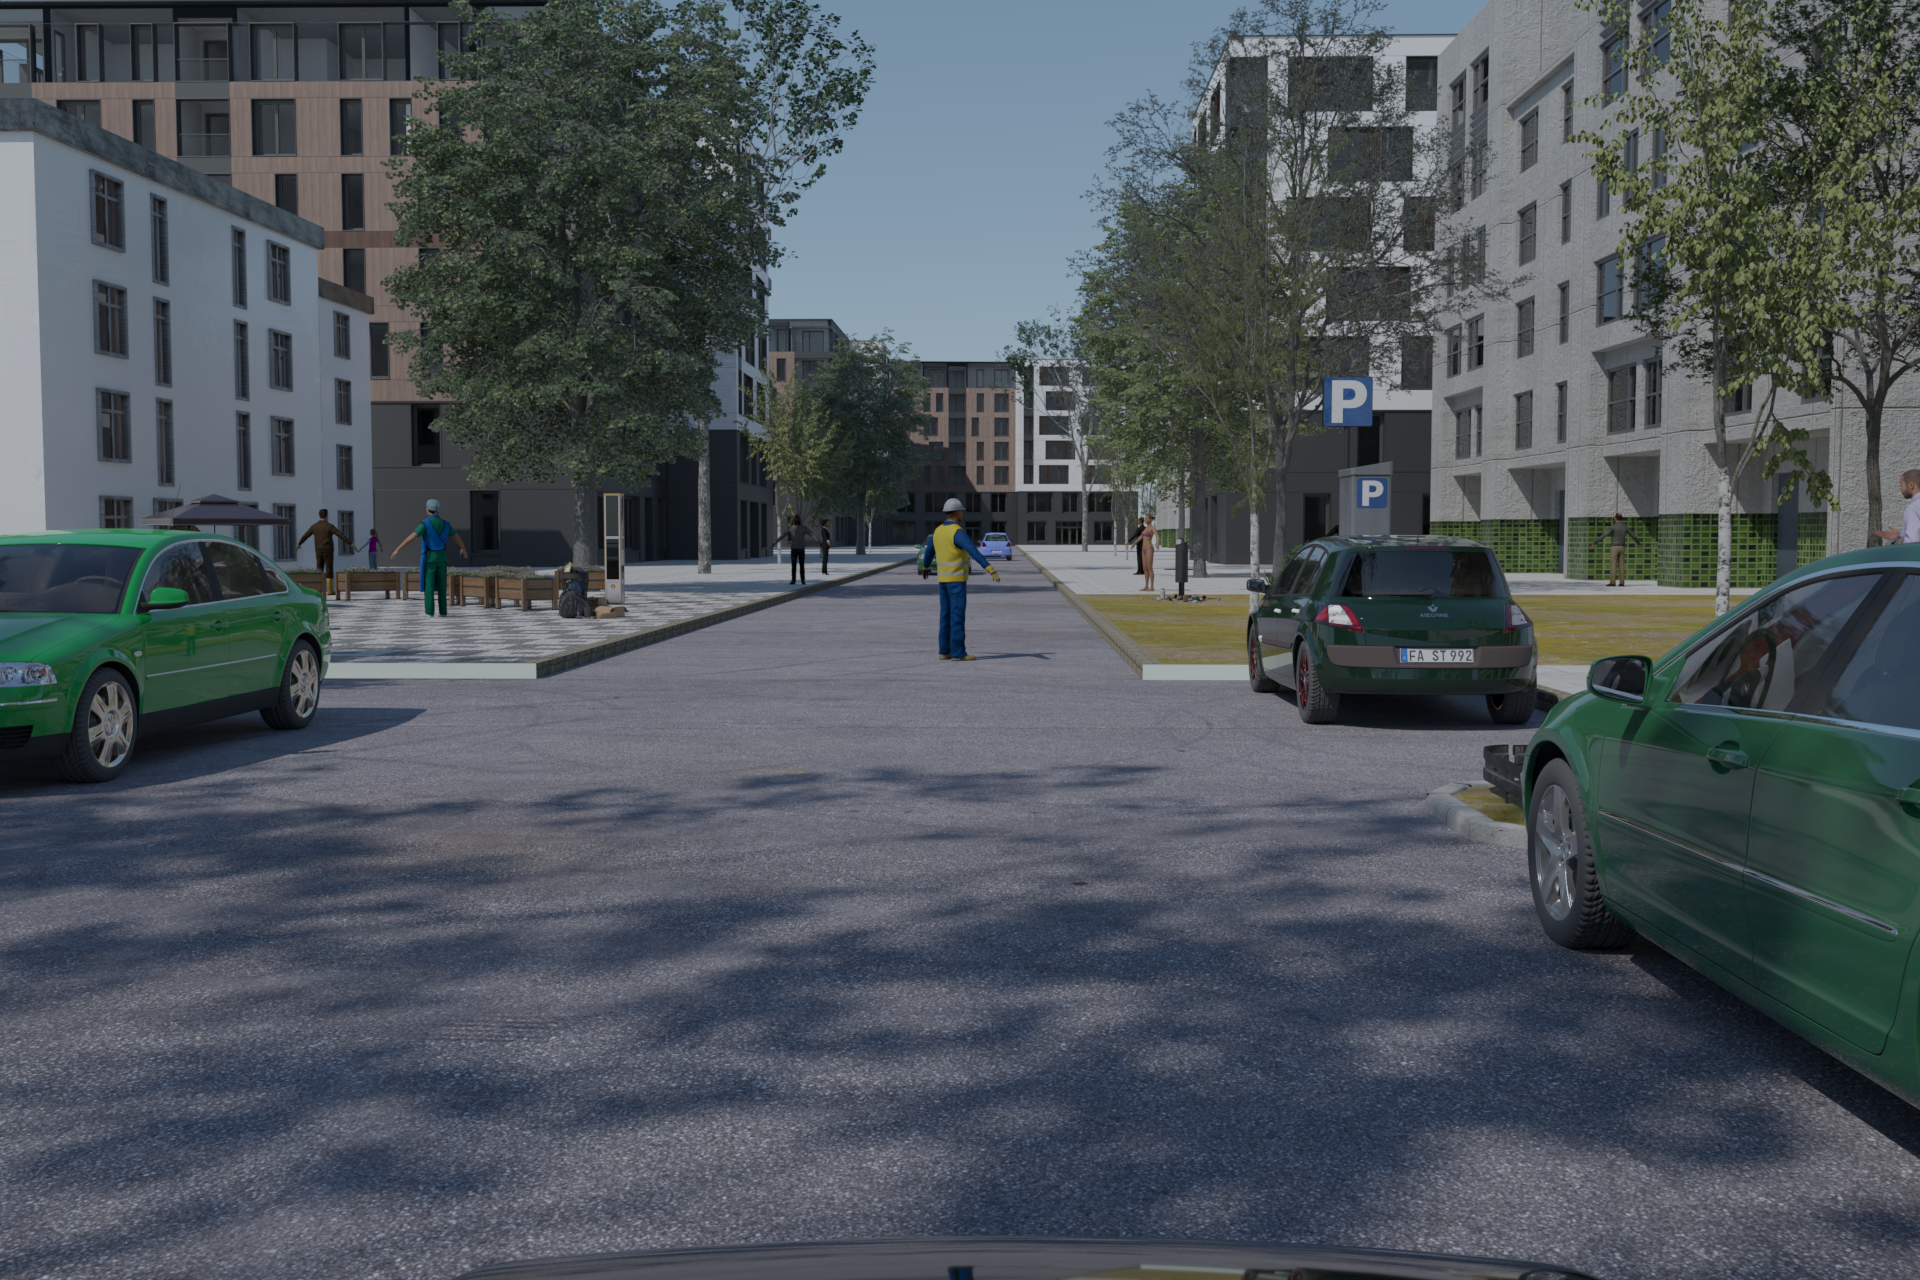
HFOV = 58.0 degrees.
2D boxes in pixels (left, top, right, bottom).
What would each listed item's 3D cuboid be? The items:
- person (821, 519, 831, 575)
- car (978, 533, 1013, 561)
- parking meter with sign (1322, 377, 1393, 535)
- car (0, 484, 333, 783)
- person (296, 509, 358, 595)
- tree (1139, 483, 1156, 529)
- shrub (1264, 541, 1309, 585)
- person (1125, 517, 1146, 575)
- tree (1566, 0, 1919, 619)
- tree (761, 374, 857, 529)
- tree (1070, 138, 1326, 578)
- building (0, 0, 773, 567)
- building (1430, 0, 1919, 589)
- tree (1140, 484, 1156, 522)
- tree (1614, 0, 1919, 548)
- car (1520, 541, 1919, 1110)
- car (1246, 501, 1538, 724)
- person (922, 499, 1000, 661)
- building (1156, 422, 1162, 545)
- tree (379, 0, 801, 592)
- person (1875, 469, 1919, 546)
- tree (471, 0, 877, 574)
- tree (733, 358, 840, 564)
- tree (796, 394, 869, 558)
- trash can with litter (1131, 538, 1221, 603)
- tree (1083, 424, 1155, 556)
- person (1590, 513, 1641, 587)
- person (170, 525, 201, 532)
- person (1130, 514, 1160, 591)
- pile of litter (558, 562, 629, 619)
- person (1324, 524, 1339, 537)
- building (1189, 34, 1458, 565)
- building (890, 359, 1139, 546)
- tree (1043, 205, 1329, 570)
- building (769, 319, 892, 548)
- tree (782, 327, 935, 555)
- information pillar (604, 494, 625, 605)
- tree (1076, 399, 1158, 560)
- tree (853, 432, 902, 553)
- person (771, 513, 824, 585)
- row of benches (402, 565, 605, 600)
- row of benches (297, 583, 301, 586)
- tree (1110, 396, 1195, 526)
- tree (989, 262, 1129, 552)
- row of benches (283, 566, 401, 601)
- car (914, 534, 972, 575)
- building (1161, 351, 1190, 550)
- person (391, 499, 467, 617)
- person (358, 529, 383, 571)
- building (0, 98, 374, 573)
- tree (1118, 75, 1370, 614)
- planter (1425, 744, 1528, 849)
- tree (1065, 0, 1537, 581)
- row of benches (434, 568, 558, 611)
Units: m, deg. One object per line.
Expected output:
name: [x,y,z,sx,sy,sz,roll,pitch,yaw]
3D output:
person: [-4.140,-2.905,54.217,0.721,1.740,1.216,0,4,-8]
car: [1.930,-5.136,93.556,1.945,1.707,3.694,0,3,0]
parking meter with sign: [4.302,-1.360,18.504,0.543,3.016,1.738,0,4,0]
car: [-5.737,-0.159,11.388,1.959,1.807,4.718,0,4,2]
person: [-13.289,-1.842,36.258,1.346,1.812,0.704,0,4,5]
tree: [23.994,-15.834,209.241,4.360,8.622,3.978,0,3,0]
shrub: [4.428,-0.685,22.321,1.383,1.207,1.383,0,3,0]
person: [5.675,-2.951,54.467,0.704,1.802,1.346,3,5,41]
tree: [8.870,-4.221,19.368,4.737,8.622,4.395,0,3,0]
tree: [-7.154,-7.908,79.663,4.737,8.622,4.395,0,3,0]
tree: [6.893,-8.068,50.032,7.486,12.596,7.792,0,3,0]
building: [-24.907,-14.610,82.848,27.936,21.610,32.646,0,4,1]
building: [25.674,-11.142,48.636,16.747,18.905,31.486,0,4,1]
tree: [24.902,-16.159,214.561,4.360,8.622,3.978,0,3,0]
tree: [13.714,-5.621,26.316,7.601,10.594,8.767,0,4,7]
car: [2.940,0.441,4.591,2.131,1.459,4.920,0,4,1]
car: [3.471,-0.285,14.454,2.009,1.686,4.222,0,4,1]
person: [-0.054,-0.687,19.658,0.705,1.833,1.349,-3,4,-38]
building: [30.398,-19.319,182.324,16.747,18.905,31.486,0,4,2]
tree: [-8.444,-8.051,38.296,9.857,13.997,8.962,0,3,0]
person: [8.179,-0.558,15.038,0.709,1.838,0.599,-3,4,-36]
tree: [-9.541,-12.247,56.128,12.611,20.169,13.585,0,3,0]
tree: [-7.425,-7.516,73.249,4.737,8.622,4.395,0,3,0]
tree: [-7.579,-8.662,91.989,4.360,8.622,3.978,0,3,0]
trash can with litter: [4.196,-1.359,33.274,1.678,1.210,2.233,0,4,1]
tree: [8.797,-9.183,100.507,4.360,8.622,3.978,0,3,0]
person: [16.077,-2.208,42.370,1.348,1.796,0.705,-1,4,-9]
person: [-16.883,-1.949,37.627,1.354,1.858,0.705,0,4,3]
person: [4.158,-1.960,38.847,0.721,1.733,1.217,-1,4,-23]
pile of litter: [-5.722,-0.789,26.873,1.176,0.858,1.719,0,4,3]
person: [8.945,-2.082,40.228,1.347,1.806,0.705,1,4,11]
building: [25.351,-14.883,87.309,27.936,21.610,32.646,0,4,1]
building: [3.712,-22.489,214.127,32.646,21.610,27.936,0,4,-3]
tree: [8.006,-9.245,61.522,12.009,13.543,11.850,0,3,0]
building: [-22.177,-20.615,181.034,27.936,21.610,32.646,0,4,2]
tree: [-6.249,-12.248,106.912,9.857,13.997,8.962,0,3,0]
information pillar: [-6.286,-1.652,31.505,0.304,2.012,0.304,0,4,2]
tree: [8.428,-8.256,85.345,4.360,8.622,3.978,0,3,0]
tree: [-5.978,-10.249,117.931,4.737,8.622,4.395,0,3,0]
person: [-4.123,-2.318,44.020,1.348,1.813,0.705,0,4,3]
row of benches: [-8.849,-1.147,34.224,4.104,0.672,1.422,-1,4,-14]
row of benches: [-10.652,-0.425,22.414,4.104,0.672,1.422,-1,4,-20]
tree: [7.631,-7.447,72.121,4.360,8.622,3.978,0,3,0]
tree: [8.414,-16.273,121.948,12.611,20.169,13.585,0,3,0]
row of benches: [-12.746,-1.064,32.865,4.104,0.672,1.422,-3,4,-39]
car: [-0.527,-3.054,61.734,2.131,1.459,4.920,0,4,2]
building: [27.234,-17.354,150.189,16.747,18.905,31.486,0,4,2]
person: [-8.141,-1.261,26.750,0.704,1.817,1.347,3,4,38]
person: [-16.487,-2.400,48.501,0.599,1.433,0.991,1,4,20]
building: [-21.934,-6.454,47.670,9.099,9.664,28.070,0,4,2]
tree: [4.928,-4.710,27.372,4.360,8.622,3.978,0,3,0]
planter: [3.392,0.769,8.560,1.991,0.319,1.994,0,4,2]
tree: [7.079,-7.777,37.522,12.009,13.543,11.850,0,3,0]
row of benches: [-8.312,-0.918,30.467,1.422,0.672,4.104,-3,5,-39]
